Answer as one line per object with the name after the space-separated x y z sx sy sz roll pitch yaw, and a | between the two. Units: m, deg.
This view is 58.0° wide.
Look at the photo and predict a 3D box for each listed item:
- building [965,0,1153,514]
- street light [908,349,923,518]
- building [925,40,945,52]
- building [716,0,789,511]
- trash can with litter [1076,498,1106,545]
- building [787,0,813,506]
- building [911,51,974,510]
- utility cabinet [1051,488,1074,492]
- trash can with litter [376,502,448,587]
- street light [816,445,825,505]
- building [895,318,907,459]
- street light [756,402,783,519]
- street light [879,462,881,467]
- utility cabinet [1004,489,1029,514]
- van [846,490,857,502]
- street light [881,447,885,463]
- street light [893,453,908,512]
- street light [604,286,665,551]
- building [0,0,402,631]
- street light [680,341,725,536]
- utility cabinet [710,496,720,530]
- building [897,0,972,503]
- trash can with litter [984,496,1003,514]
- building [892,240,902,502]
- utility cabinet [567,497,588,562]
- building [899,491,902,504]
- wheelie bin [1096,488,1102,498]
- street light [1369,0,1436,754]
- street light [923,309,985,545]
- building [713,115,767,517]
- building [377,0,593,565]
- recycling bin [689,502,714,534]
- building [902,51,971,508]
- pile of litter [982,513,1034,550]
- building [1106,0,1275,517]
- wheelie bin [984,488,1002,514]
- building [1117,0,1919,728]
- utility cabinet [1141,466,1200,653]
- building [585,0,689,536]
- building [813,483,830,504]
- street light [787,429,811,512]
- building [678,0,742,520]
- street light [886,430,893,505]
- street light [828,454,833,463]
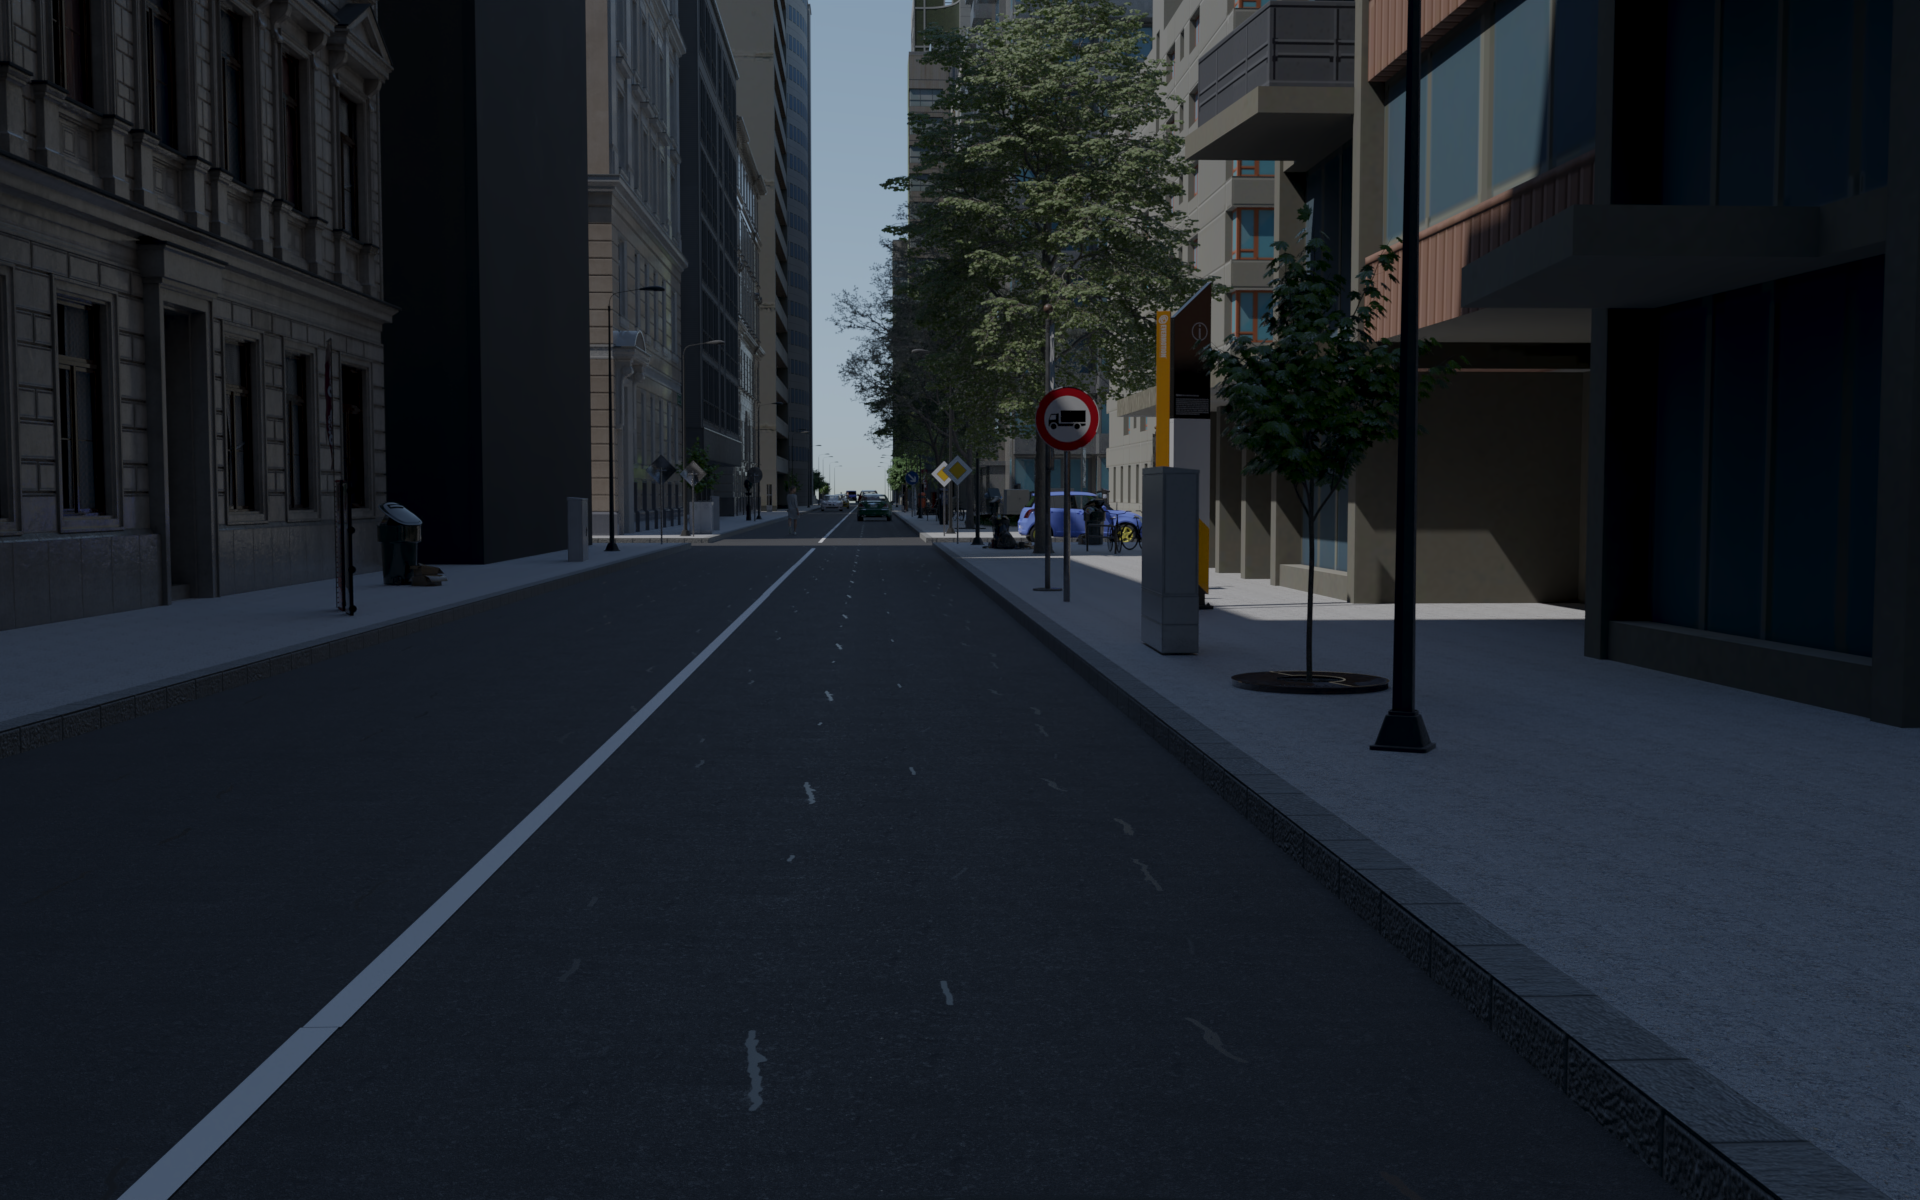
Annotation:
11.853 -30.139 112.374 23.786 49.044 30.456 0 4 -3 | building
-0.840 -5.086 55.699 1.470 5.913 1.316 0 4 -3 | street light
5.967 -34.673 186.517 23.786 49.044 30.456 0 4 -3 | building
-24.753 -31.364 136.502 21.300 48.544 21.600 0 4 -3 | building
3.242 -1.979 43.751 0.624 1.170 1.055 -2 4 -23 | trash can with litter
-26.824 -39.341 185.218 21.231 58.520 28.212 0 4 -3 | building
12.112 -27.740 145.424 32.217 40.220 23.993 0 4 -3 | building
3.786 -3.535 66.482 1.173 1.500 0.318 0 4 4 | utility cabinet
-7.673 -0.793 24.358 1.055 1.170 0.624 2 4 26 | trash can with litter
-13.750 -11.675 163.433 1.470 5.913 1.316 0 4 -3 | street light
-2.915 -30.188 265.267 14.160 30.474 14.107 0 4 -3 | building
-9.643 -7.036 87.574 1.470 5.913 1.316 0 4 -3 | street light
-8.508 -14.149 203.868 1.470 5.913 1.316 0 4 -3 | street light
2.577 -4.302 79.014 1.173 1.500 0.318 -2 4 -29 | utility cabinet
-17.662 -16.922 281.065 2.240 2.365 5.245 0 4 -4 | van
-6.703 -12.015 168.991 1.470 5.913 1.316 0 4 -3 | street light
-2.628 -7.248 91.047 1.470 5.913 1.316 0 4 -3 | street light
-7.271 -4.048 38.734 1.470 5.913 1.316 0 4 -3 | street light
-13.899 -9.496 19.885 10.561 19.102 19.286 0 4 -3 | building
-7.800 -4.890 52.493 1.470 5.913 1.316 0 4 -3 | street light
-8.730 -3.092 61.716 0.306 1.237 1.020 -1 4 -11 | utility cabinet
1.299 -49.453 246.807 20.563 71.187 20.611 0 4 -3 | building
1.671 -4.791 89.719 0.624 1.170 1.055 3 5 44 | trash can with litter
-3.907 -36.443 279.441 14.154 41.232 14.086 0 4 -3 | building
-7.332 -1.352 33.275 0.306 1.237 1.020 0 4 -6 | utility cabinet
8.176 -32.657 225.819 32.217 40.220 23.993 0 4 -3 | building
7.362 -4.995 89.574 0.693 1.594 0.980 0 4 0 | wheelie bin
1.693 -2.201 8.535 1.470 5.913 1.316 0 4 -3 | street light
-0.097 -4.338 43.473 1.470 5.913 1.316 0 4 -3 | street light
-19.083 -19.093 109.435 12.463 27.353 25.104 0 4 -3 | building
-16.835 -12.643 36.388 15.834 23.373 12.332 0 4 -3 | building
-8.338 -2.649 55.860 0.722 1.027 0.722 0 4 -4 | recycling bin
2.032 -29.400 164.292 14.154 41.232 14.086 0 4 -3 | building
1.146 -1.637 40.738 1.176 0.858 1.719 -1 4 -14 | pile of litter
21.951 -13.576 67.001 28.899 21.520 27.650 0 4 -3 | building
1.715 -5.096 91.229 0.980 1.594 0.693 -2 4 -24 | wheelie bin
14.332 -22.158 16.916 22.147 44.769 28.867 0 4 -3 | building
1.737 -0.343 14.287 0.318 1.500 1.173 0 4 -2 | utility cabinet
-17.256 -16.875 61.817 13.634 28.700 20.117 0 4 -3 | building
-36.662 -35.356 269.950 32.217 40.220 23.993 0 4 -3 | building
-11.890 -9.544 128.587 1.470 5.913 1.316 0 4 -3 | street light
-18.618 -17.757 83.829 14.314 27.812 24.014 0 4 -3 | building
-4.442 -9.416 126.493 1.470 5.913 1.316 0 4 -3 | street light
-15.622 -13.811 198.342 1.470 5.913 1.316 0 4 -3 | street light
